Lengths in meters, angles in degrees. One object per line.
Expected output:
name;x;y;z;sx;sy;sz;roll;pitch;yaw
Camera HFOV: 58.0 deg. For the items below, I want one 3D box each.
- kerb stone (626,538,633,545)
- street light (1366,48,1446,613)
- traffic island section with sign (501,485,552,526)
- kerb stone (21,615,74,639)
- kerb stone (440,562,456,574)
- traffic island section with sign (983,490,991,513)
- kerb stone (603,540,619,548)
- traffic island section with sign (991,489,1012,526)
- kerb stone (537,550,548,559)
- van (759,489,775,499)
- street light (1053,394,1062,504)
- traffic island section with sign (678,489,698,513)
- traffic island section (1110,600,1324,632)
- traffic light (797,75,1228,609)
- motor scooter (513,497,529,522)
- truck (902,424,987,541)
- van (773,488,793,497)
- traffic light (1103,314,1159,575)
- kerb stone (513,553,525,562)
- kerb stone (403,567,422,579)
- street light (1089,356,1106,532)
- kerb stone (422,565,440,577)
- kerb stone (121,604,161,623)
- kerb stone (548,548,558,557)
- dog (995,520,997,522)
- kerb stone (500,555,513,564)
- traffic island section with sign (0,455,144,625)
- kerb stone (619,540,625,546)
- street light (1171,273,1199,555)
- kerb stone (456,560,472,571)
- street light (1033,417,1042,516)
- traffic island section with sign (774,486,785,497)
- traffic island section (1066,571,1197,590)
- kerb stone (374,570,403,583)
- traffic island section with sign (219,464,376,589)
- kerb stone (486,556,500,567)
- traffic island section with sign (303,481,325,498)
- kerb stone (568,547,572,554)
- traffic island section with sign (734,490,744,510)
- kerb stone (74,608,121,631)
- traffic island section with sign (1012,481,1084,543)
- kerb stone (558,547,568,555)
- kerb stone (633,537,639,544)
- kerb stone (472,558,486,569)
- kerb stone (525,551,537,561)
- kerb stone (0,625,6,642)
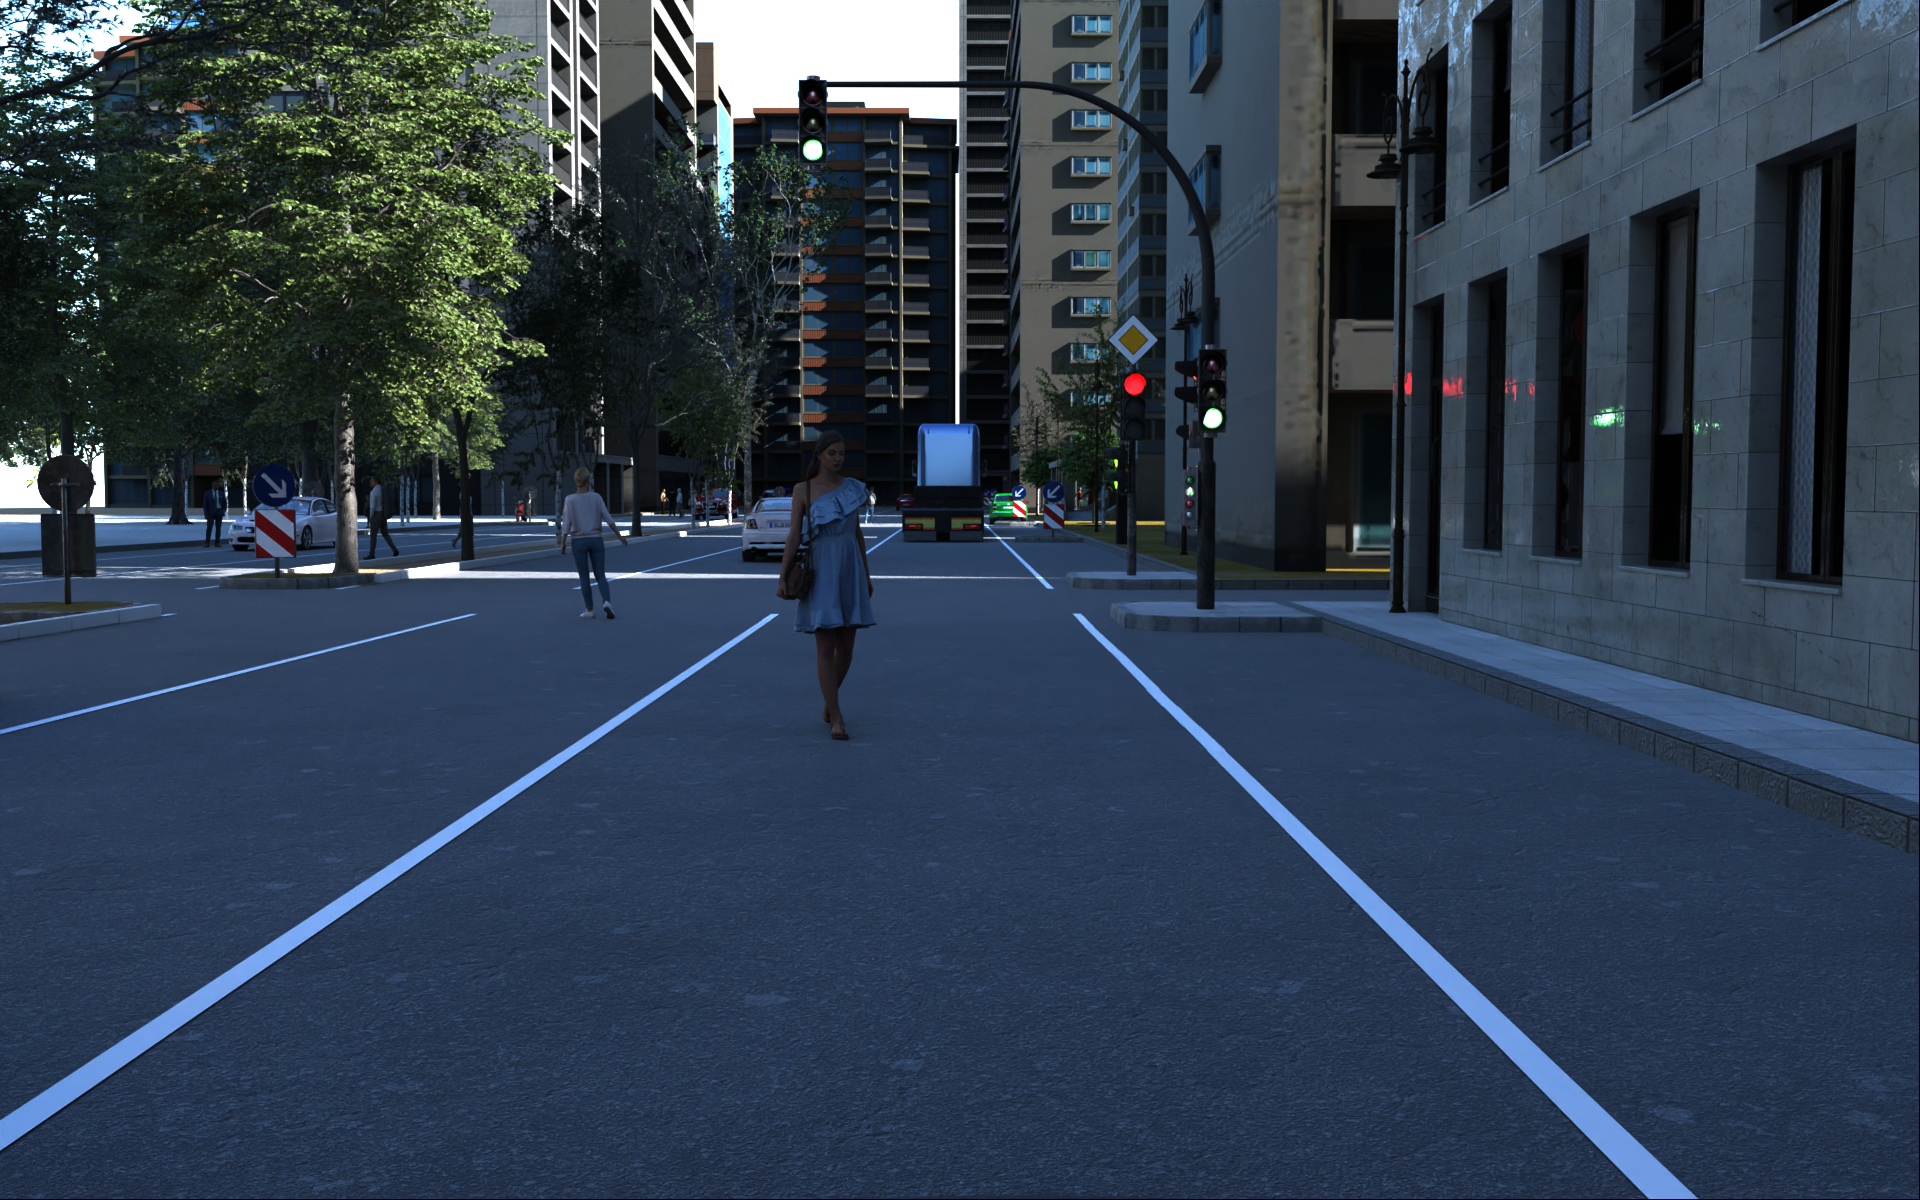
kerb stone;-9.465;-1.632;48.881;0.120;0.150;1.000;0;4;0
street light;4.742;-2.801;18.584;0.468;5.910;1.993;0;4;0
traffic island section with sign;-19.765;-4.321;79.271;1.989;1.847;2.006;0;4;0
kerb stone;-9.354;0.281;17.618;0.120;0.150;1.000;0;4;0
kerb stone;-9.403;-0.567;31.474;0.120;0.150;1.000;0;4;0
traffic island section with sign;2.293;-9.031;156.279;1.989;1.847;2.006;0;4;0
kerb stone;-9.459;-1.504;46.833;0.120;0.150;1.000;0;4;0
traffic island section with sign;2.564;-4.300;78.925;1.989;1.847;2.006;0;4;0
kerb stone;-9.425;-1.006;38.643;0.120;0.150;1.000;0;4;0
van;-16.705;-8.935;153.093;2.013;2.044;4.112;0;4;-1
street light;4.543;-6.569;80.193;0.468;5.910;1.993;0;4;0
traffic island section with sign;-19.936;-7.385;129.369;1.989;1.847;2.006;0;4;0
traffic island section;2.760;0.177;19.386;2.009;0.180;2.903;0;4;0
traffic light;0.629;-2.719;19.123;4.771;5.953;1.251;0;4;0
motor scooter;-20.599;-4.211;81.622;0.815;1.314;1.986;0;4;0
truck;-0.457;-4.328;60.518;2.967;4.110;18.799;0;4;0
van;-17.421;-10.102;169.554;2.240;2.365;5.245;0;4;-1
traffic light;2.693;-2.345;27.257;0.839;4.253;0.868;0;4;0
kerb stone;-9.421;-0.881;36.596;0.120;0.150;1.000;0;4;0
kerb stone;-9.395;-0.441;29.412;0.120;0.150;1.000;0;4;0
street light;4.614;-5.232;58.327;0.468;5.910;1.993;0;4;0
kerb stone;-9.393;-0.501;30.446;0.120;0.150;1.000;0;4;0
kerb stone;-9.358;0.155;19.664;0.120;0.150;1.000;0;4;0
kerb stone;-9.437;-1.069;39.666;0.120;0.150;1.000;0;4;0
dog;1.570;-4.202;85.538;0.513;0.831;0.800;2;4;34
kerb stone;-9.412;-0.818;35.567;0.120;0.150;1.000;0;4;0
traffic island section with sign;-10.406;-0.700;19.579;2.006;1.907;1.989;0;4;0
kerb stone;-9.467;-1.567;47.856;0.120;0.150;1.000;0;4;0
street light;4.739;-3.894;36.462;0.468;5.910;1.993;0;4;0
kerb stone;-9.410;-0.630;32.496;0.120;0.150;1.000;0;4;0
street light;4.540;-7.907;102.059;0.468;5.910;1.993;0;4;0
traffic island section with sign;-10.691;-5.749;102.125;2.006;1.907;1.989;0;4;0
traffic island section;2.733;-0.311;27.371;2.009;0.180;2.903;0;4;0
kerb stone;-9.392;-0.372;28.386;0.120;0.150;1.000;0;4;0
traffic island section with sign;-10.422;-1.153;26.987;2.006;1.907;1.989;0;4;0
kerb stone;-9.409;-0.755;34.541;0.120;0.150;1.000;0;4;0
traffic island section with sign;-19.683;-2.672;52.316;1.989;1.847;2.006;0;4;0
kerb stone;-9.439;-1.190;41.710;0.120;0.150;1.000;0;4;0
traffic island section with sign;-20.041;-9.033;156.324;1.989;1.847;2.006;0;4;0
kerb stone;-9.359;0.217;18.642;0.120;0.150;1.000;0;4;0
traffic island section with sign;2.658;-2.651;51.970;1.989;1.847;2.006;0;4;0
kerb stone;-9.430;-1.131;40.688;0.120;0.150;1.000;0;4;0
kerb stone;-9.468;-1.695;49.915;0.120;0.150;1.000;0;4;0
kerb stone;-9.417;-0.693;33.518;0.120;0.150;1.000;0;4;0
kerb stone;-9.426;-0.943;37.621;0.120;0.150;1.000;0;4;0
kerb stone;-9.353;0.346;16.593;0.120;0.150;1.000;0;4;0
